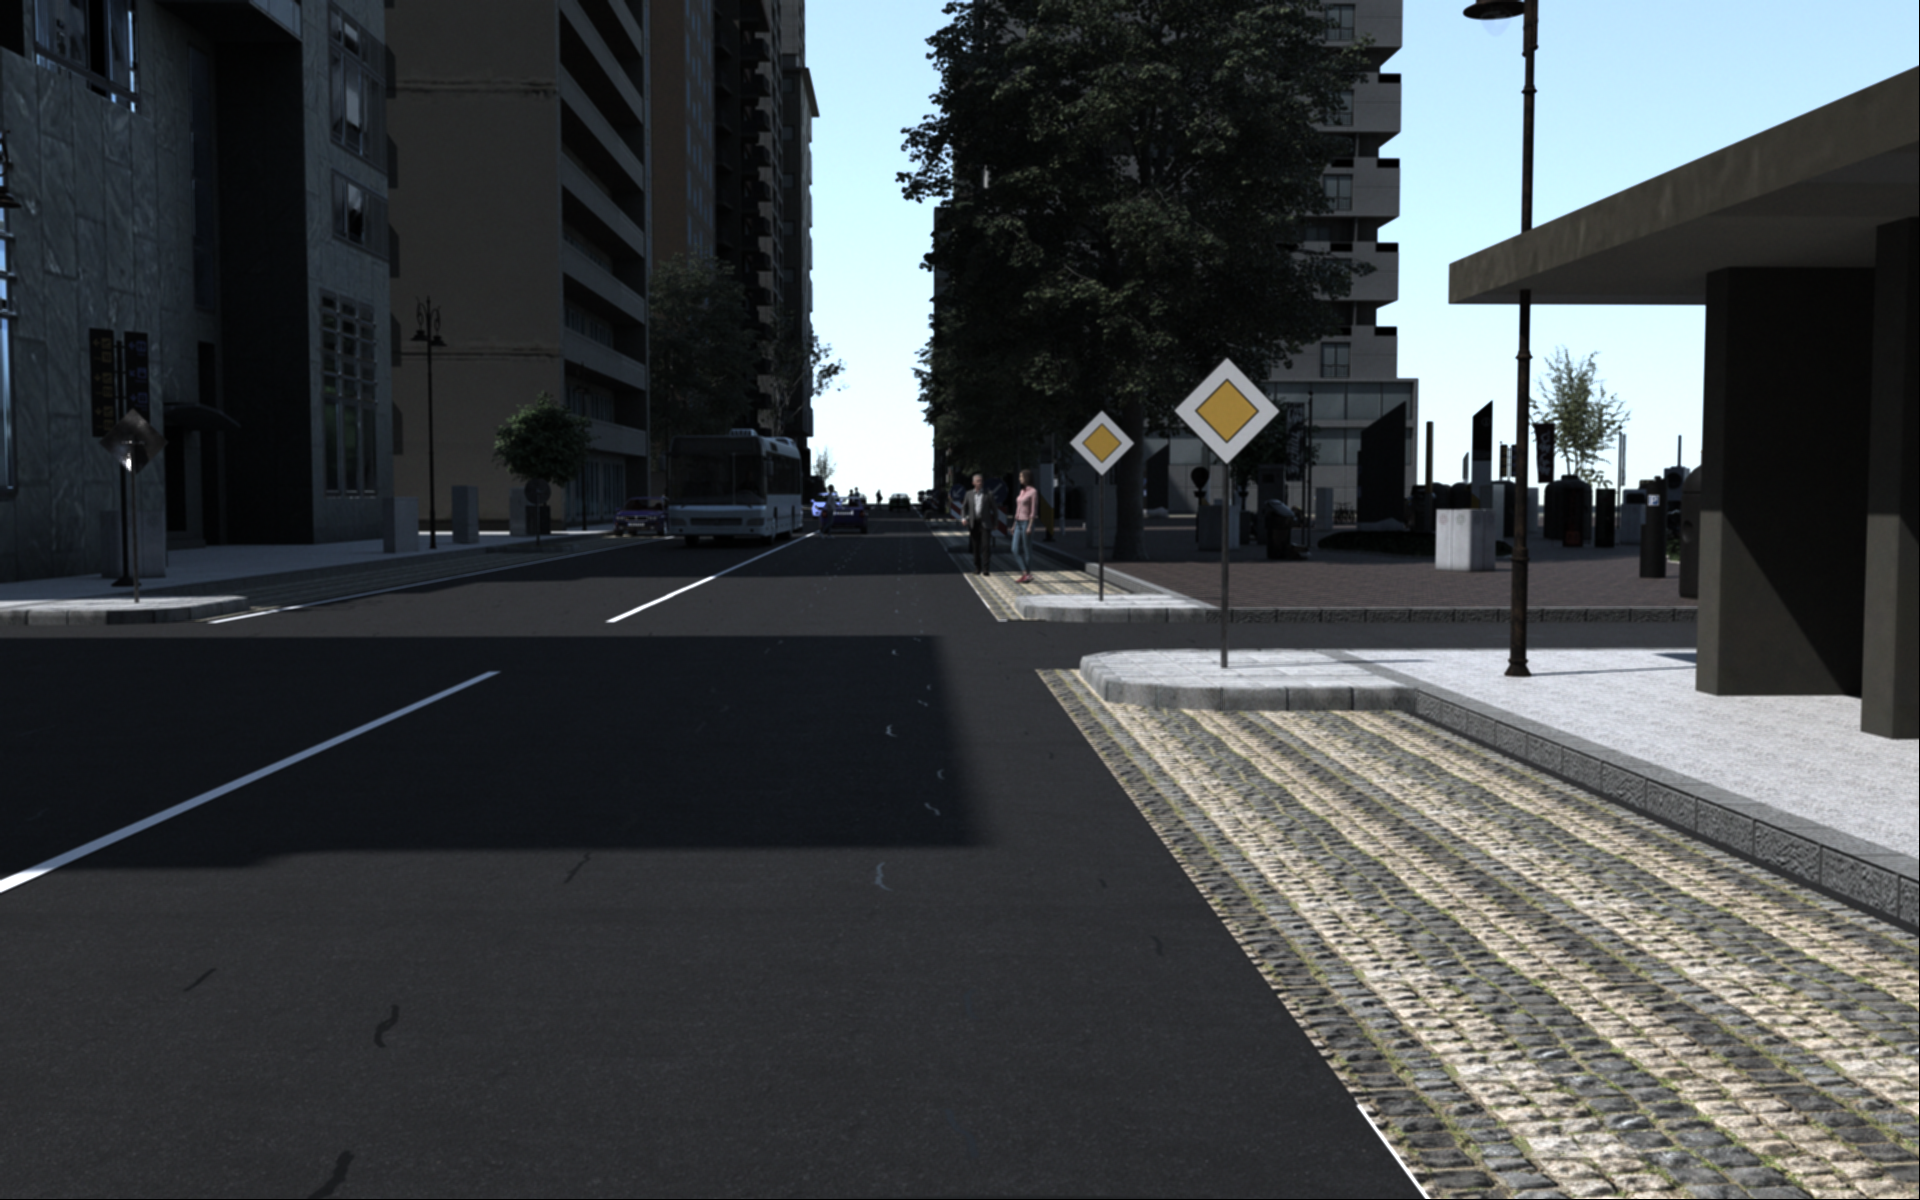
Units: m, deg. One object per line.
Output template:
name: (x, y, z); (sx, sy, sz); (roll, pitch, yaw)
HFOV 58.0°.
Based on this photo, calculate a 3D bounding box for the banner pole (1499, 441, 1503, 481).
banner pole: (25.589, -5.619, 81.894); (0.401, 3.779, 0.863); (2, 4, 28)

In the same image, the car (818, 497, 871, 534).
car: (-4.237, -3.101, 63.286); (1.945, 1.354, 3.894); (0, 4, -3)

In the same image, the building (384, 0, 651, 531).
building: (-24.685, -27.189, 68.237); (21.300, 48.544, 21.600); (0, 4, -2)

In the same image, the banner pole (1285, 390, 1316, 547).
banner pole: (8.209, -3.160, 41.688); (0.863, 3.779, 0.401); (-1, 4, -13)

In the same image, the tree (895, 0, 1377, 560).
tree: (3.399, -7.787, 33.976); (9.857, 13.997, 8.962); (0, 3, 0)

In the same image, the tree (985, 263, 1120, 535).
tree: (3.431, -6.341, 54.038); (4.360, 8.622, 3.978); (0, 3, 0)

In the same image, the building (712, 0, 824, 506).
building: (-29.227, -48.799, 236.121); (20.563, 71.187, 20.611); (0, 4, -2)

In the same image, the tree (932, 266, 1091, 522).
tree: (2.661, -9.808, 78.480); (7.486, 12.596, 7.792); (0, 3, 0)

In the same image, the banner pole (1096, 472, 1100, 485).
banner pole: (7.844, -6.449, 95.452); (0.863, 3.779, 0.401); (-1, 4, -22)

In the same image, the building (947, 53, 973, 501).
building: (6.276, -29.421, 164.635); (14.154, 41.232, 14.086); (0, 4, -2)

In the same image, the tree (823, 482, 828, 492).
tree: (-20.022, -15.706, 251.399); (1.663, 3.219, 1.824); (0, 3, 0)

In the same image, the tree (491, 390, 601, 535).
tree: (-13.000, -4.334, 54.577); (4.285, 4.588, 4.351); (0, 3, 0)

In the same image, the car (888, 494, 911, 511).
car: (-5.088, -8.409, 146.284); (1.959, 1.807, 4.718); (0, 4, -1)

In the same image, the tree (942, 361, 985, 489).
tree: (1.201, -8.555, 90.238); (4.360, 8.622, 3.978); (0, 3, 0)

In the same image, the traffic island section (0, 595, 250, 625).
traffic island section: (-9.723, 0.114, 20.414); (2.009, 0.180, 2.903); (0, 4, -2)

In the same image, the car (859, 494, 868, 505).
car: (-13.376, -13.568, 232.064); (2.015, 1.641, 3.980); (0, 4, -3)

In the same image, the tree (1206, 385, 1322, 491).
tree: (9.193, -4.218, 52.676); (4.285, 4.588, 4.351); (0, 3, 0)

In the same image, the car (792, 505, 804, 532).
car: (-7.022, -3.308, 66.446); (2.083, 1.381, 4.827); (0, 4, -3)

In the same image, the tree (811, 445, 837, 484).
tree: (-20.207, -18.676, 255.712); (4.360, 8.622, 3.978); (0, 3, 0)

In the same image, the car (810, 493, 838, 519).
car: (-7.583, -5.481, 99.205); (1.945, 1.707, 3.694); (0, 4, -3)

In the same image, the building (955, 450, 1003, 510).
building: (10.120, -43.283, 145.922); (20.563, 71.187, 20.611); (0, 4, -2)

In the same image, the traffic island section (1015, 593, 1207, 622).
traffic island section: (1.712, 0.092, 20.777); (2.009, 0.180, 2.903); (0, 4, -2)

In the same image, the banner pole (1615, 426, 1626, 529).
banner pole: (24.404, -4.518, 63.886); (0.401, 3.779, 0.863); (3, 5, 40)

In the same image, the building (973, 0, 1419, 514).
building: (14.813, -32.596, 122.184); (28.713, 52.752, 27.495); (0, 4, -2)

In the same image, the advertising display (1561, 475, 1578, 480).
advertising display: (20.264, -3.205, 57.614); (0.123, 1.923, 0.974); (0, 4, -7)

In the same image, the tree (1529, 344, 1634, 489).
tree: (29.692, -8.189, 84.245); (4.737, 8.622, 4.395); (0, 3, 0)

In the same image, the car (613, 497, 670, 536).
car: (-10.747, -2.862, 59.382); (1.945, 1.354, 3.894); (0, 3, 0)

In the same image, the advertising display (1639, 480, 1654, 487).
advertising display: (31.075, -4.461, 78.148); (0.123, 1.923, 0.974); (-2, 4, -29)

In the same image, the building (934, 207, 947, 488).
building: (3.224, -34.533, 248.215); (14.154, 41.232, 14.086); (0, 4, -2)

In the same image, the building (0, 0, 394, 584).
building: (-25.249, -44.023, 32.446); (22.319, 86.520, 31.000); (0, 4, -2)

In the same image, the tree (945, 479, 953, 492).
tree: (-0.628, -11.410, 181.158); (1.663, 3.219, 1.824); (0, 3, 0)

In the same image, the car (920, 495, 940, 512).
car: (-2.152, -7.501, 135.229); (1.945, 1.354, 3.894); (0, 4, -1)

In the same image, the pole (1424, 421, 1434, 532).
pole: (13.159, -3.348, 48.588); (0.158, 3.312, 0.155); (0, 3, 0)

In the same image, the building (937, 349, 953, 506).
building: (11.047, -23.347, 226.758); (27.650, 21.520, 28.899); (0, 4, -2)

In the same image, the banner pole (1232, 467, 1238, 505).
banner pole: (9.491, -4.225, 59.102); (0.401, 3.779, 0.863); (-3, 4, -37)

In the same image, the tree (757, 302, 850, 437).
tree: (-16.846, -19.117, 168.447); (12.611, 20.169, 13.585); (0, 3, 0)

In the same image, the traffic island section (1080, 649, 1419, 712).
traffic island section: (1.970, 0.580, 12.796); (2.009, 0.180, 2.903); (0, 4, -2)

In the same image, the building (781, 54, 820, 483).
building: (-32.018, -38.104, 212.237); (28.713, 52.752, 27.495); (0, 4, -2)

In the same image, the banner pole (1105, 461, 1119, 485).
banner pole: (7.489, -5.730, 83.704); (0.401, 3.779, 0.863); (-2, 4, -29)

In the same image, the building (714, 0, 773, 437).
building: (-27.221, -29.910, 143.655); (22.147, 44.769, 28.867); (0, 4, -2)

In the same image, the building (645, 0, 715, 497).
building: (-22.188, -27.615, 101.611); (14.600, 45.320, 14.200); (0, 4, -2)

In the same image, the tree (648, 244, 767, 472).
tree: (-14.825, -11.177, 89.403); (9.857, 13.997, 8.962); (0, 3, 0)
